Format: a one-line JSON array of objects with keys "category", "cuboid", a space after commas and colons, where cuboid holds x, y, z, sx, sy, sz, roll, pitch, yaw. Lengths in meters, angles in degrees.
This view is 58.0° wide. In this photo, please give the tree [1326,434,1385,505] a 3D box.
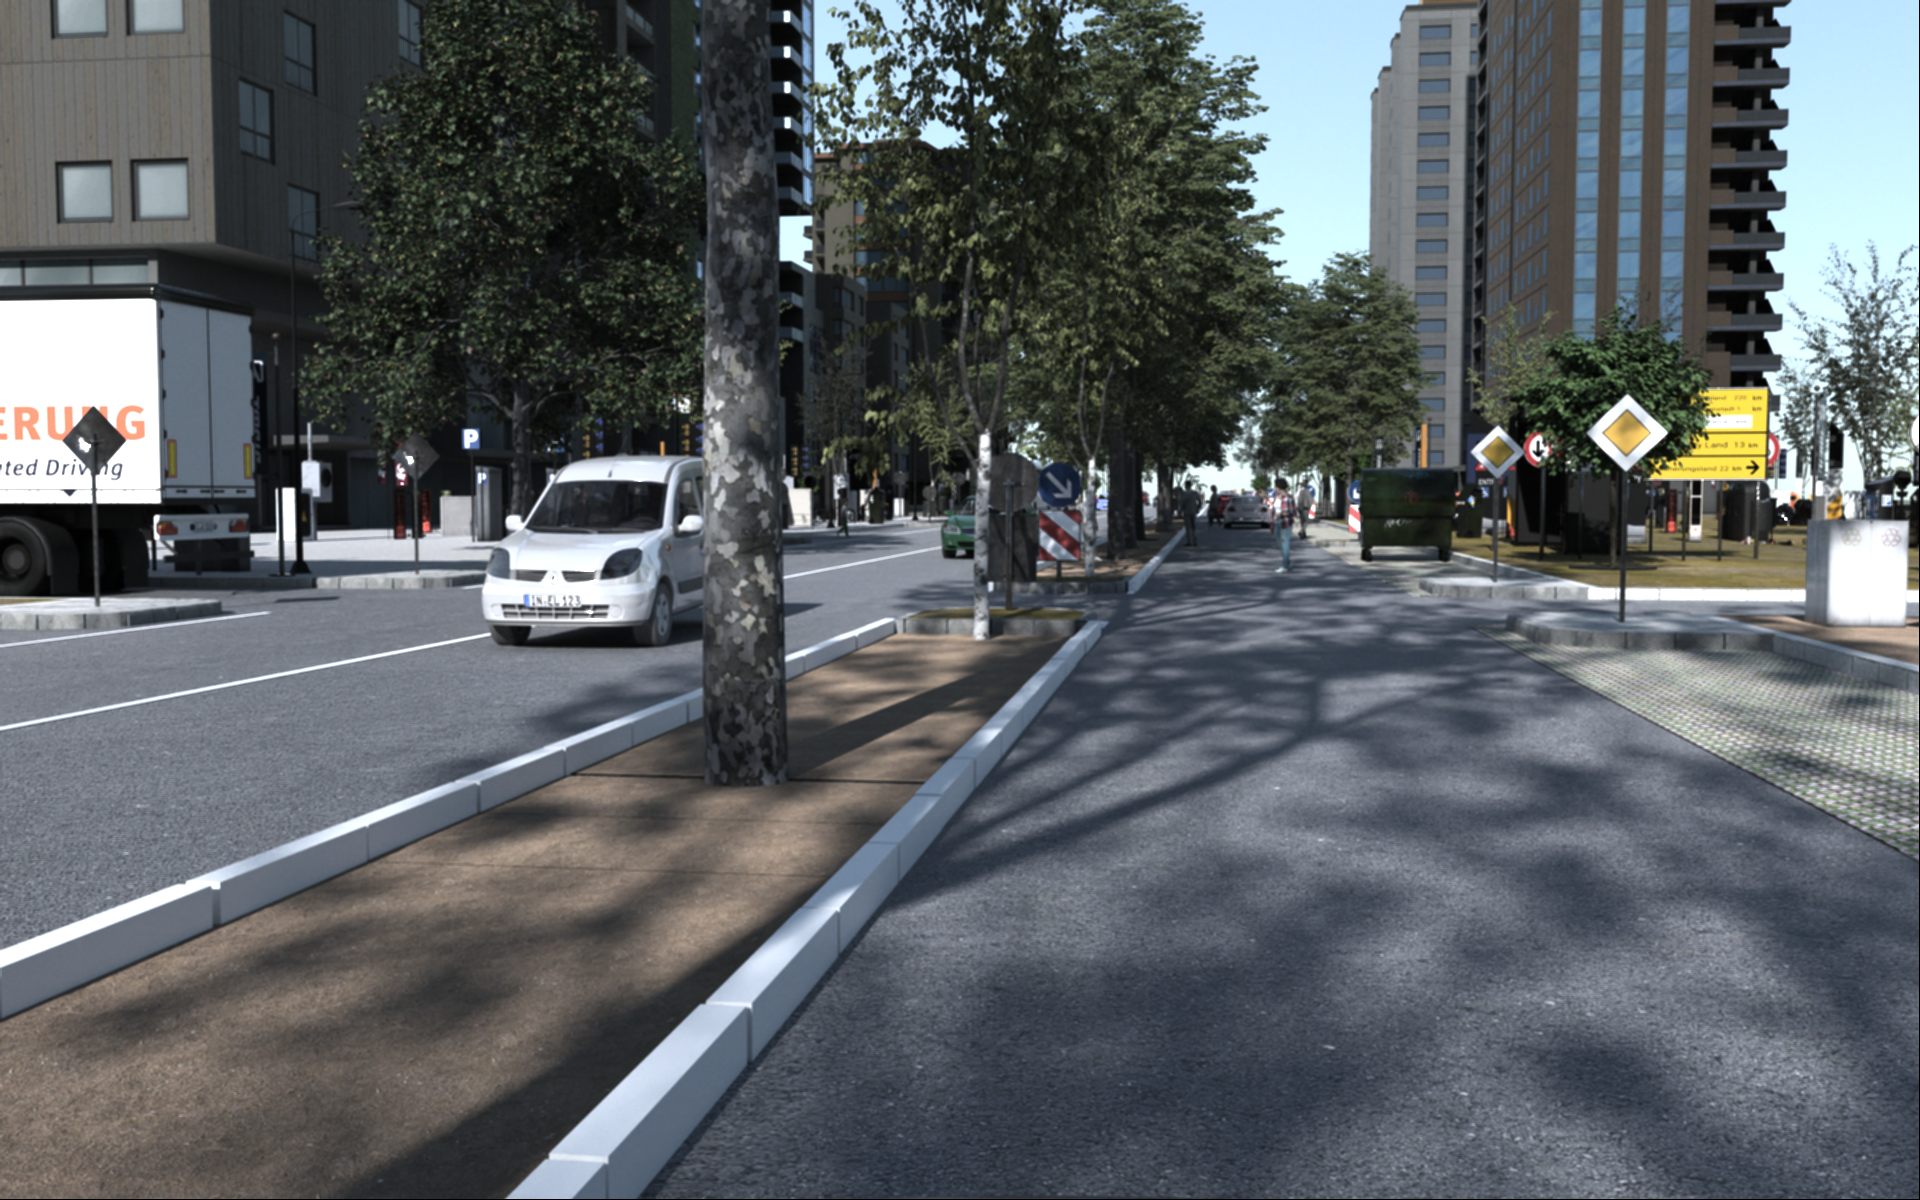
[{"category": "tree", "cuboid": [20.133, -6.360, 87.707, 4.285, 4.588, 4.351, 0, 3, 0]}]

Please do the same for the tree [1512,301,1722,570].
[{"category": "tree", "cuboid": [11.252, -2.818, 29.786, 4.285, 4.588, 4.351, 0, 3, 0]}]

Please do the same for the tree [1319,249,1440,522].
[{"category": "tree", "cuboid": [18.565, -9.945, 80.728, 7.486, 12.596, 7.792, 0, 3, 0]}]

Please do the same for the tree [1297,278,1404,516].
[{"category": "tree", "cuboid": [21.609, -11.923, 101.595, 9.857, 13.997, 8.962, 0, 3, 0]}]

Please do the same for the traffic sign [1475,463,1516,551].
[{"category": "traffic sign", "cuboid": [11.984, -2.374, 38.825, 0.884, 2.594, 0.081, 1, 4, 15]}]

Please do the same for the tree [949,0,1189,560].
[{"category": "tree", "cuboid": [3.439, -7.111, 36.857, 7.486, 12.596, 7.792, 0, 3, 0]}]

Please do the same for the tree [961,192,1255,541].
[{"category": "tree", "cuboid": [5.434, -7.640, 53.130, 9.928, 11.665, 9.643, 0, 3, 0]}]

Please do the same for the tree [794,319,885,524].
[{"category": "tree", "cuboid": [-5.168, -7.522, 73.341, 4.360, 8.622, 3.978, 0, 3, 0]}]

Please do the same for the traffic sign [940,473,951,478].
[{"category": "traffic sign", "cuboid": [-0.856, -6.228, 101.936, 0.768, 2.556, 0.104, 1, 4, 12]}]

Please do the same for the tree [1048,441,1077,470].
[{"category": "tree", "cuboid": [10.558, -13.918, 177.914, 4.360, 8.622, 3.978, 0, 3, 0]}]

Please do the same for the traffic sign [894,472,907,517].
[{"category": "traffic sign", "cuboid": [-3.402, -6.012, 98.408, 0.768, 2.556, 0.104, 1, 4, 13]}]

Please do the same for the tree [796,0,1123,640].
[{"category": "tree", "cuboid": [0.205, -3.922, 16.948, 4.737, 8.622, 4.395, 0, 3, 0]}]

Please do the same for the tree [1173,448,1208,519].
[{"category": "tree", "cuboid": [12.542, -8.926, 98.760, 4.360, 8.622, 3.978, 0, 3, 0]}]

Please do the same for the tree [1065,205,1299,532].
[{"category": "tree", "cuboid": [7.675, -9.499, 64.428, 9.857, 13.997, 8.962, 0, 3, 0]}]

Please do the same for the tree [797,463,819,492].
[{"category": "tree", "cuboid": [-8.288, -6.031, 93.203, 1.663, 3.219, 1.824, 0, 3, 0]}]

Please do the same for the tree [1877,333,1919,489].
[{"category": "tree", "cuboid": [42.290, -7.670, 75.762, 4.737, 8.622, 4.395, 0, 3, 0]}]

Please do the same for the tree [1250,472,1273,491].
[{"category": "tree", "cuboid": [42.879, -16.031, 245.816, 4.285, 4.588, 4.351, 0, 3, 0]}]

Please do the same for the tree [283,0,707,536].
[{"category": "tree", "cuboid": [-9.249, -7.317, 36.643, 9.611, 12.733, 9.660, 0, 3, 0]}]

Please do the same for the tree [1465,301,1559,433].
[{"category": "tree", "cuboid": [21.216, -7.029, 65.292, 4.737, 8.622, 4.395, 0, 3, 0]}]

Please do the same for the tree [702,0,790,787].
[{"category": "tree", "cuboid": [0.011, -9.092, 6.993, 12.611, 20.169, 13.585, 0, 3, 0]}]

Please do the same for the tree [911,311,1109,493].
[{"category": "tree", "cuboid": [1.570, -12.455, 114.004, 12.009, 13.543, 11.850, 0, 3, 0]}]

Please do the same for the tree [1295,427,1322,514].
[{"category": "tree", "cuboid": [23.248, -9.869, 111.717, 4.737, 8.622, 4.395, 0, 3, 0]}]

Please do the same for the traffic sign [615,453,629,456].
[{"category": "traffic sign", "cuboid": [-10.432, -3.265, 53.484, 0.768, 2.556, 0.104, 1, 4, 17]}]

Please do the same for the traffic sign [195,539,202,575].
[{"category": "traffic sign", "cuboid": [-12.039, -1.664, 27.318, 0.768, 2.556, 0.104, 1, 4, 10]}]

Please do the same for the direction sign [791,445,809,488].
[{"category": "direction sign", "cuboid": [-7.374, -5.375, 79.879, 0.876, 3.537, 0.379, 1, 4, 16]}]

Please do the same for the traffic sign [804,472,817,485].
[{"category": "traffic sign", "cuboid": [-6.807, -4.700, 78.979, 0.606, 2.300, 0.079, 1, 4, 9]}]

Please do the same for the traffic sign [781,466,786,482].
[{"category": "traffic sign", "cuboid": [-8.167, -4.747, 77.715, 0.768, 2.556, 0.104, 1, 4, 10]}]

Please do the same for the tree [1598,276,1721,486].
[{"category": "tree", "cuboid": [23.618, -6.673, 59.463, 4.360, 8.622, 3.978, 0, 3, 0]}]

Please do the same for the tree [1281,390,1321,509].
[{"category": "tree", "cuboid": [28.407, -12.857, 144.627, 7.601, 10.594, 8.767, 1, 4, 19]}]

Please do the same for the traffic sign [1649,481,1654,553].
[{"category": "traffic sign", "cuboid": [15.017, -2.299, 37.588, 0.884, 2.594, 0.081, 1, 4, 18]}]

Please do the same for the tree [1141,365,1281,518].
[{"category": "tree", "cuboid": [8.853, -8.342, 73.265, 8.767, 10.594, 7.601, 1, 4, 8]}]

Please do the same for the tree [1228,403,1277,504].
[{"category": "tree", "cuboid": [39.684, -19.203, 224.335, 12.009, 13.543, 11.850, 0, 3, 0]}]

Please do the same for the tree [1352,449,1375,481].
[{"category": "tree", "cuboid": [17.091, -4.822, 73.435, 1.663, 3.219, 1.824, 0, 3, 0]}]

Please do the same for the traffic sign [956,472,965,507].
[{"category": "traffic sign", "cuboid": [-0.064, -6.201, 101.498, 0.768, 2.556, 0.104, 1, 4, 14]}]

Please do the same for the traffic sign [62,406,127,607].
[{"category": "traffic sign", "cuboid": [-9.845, -0.983, 19.713, 0.795, 2.450, 0.064, 1, 4, 8]}]

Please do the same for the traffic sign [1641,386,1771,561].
[{"category": "traffic sign", "cuboid": [14.203, -2.397, 33.068, 2.265, 3.308, 0.079, 1, 4, 13]}]

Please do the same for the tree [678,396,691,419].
[{"category": "tree", "cuboid": [-7.381, -6.472, 56.186, 4.737, 8.622, 4.395, 0, 3, 0]}]

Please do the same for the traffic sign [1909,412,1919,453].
[{"category": "traffic sign", "cuboid": [14.014, -1.515, 24.882, 0.768, 2.556, 0.104, 1, 4, 14]}]

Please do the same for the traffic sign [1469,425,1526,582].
[{"category": "traffic sign", "cuboid": [7.790, -1.316, 25.154, 0.795, 2.450, 0.064, 1, 4, 8]}]

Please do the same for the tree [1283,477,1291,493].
[{"category": "tree", "cuboid": [35.711, -11.998, 190.773, 1.663, 3.219, 1.824, 0, 3, 0]}]

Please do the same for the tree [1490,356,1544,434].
[{"category": "tree", "cuboid": [29.891, -8.616, 91.240, 4.360, 8.622, 3.978, 0, 3, 0]}]

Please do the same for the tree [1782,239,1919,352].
[{"category": "tree", "cuboid": [25.739, -6.057, 49.400, 4.360, 8.622, 3.978, 0, 3, 0]}]

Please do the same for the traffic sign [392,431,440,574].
[{"category": "traffic sign", "cuboid": [-8.671, -1.466, 27.612, 0.795, 2.450, 0.064, 1, 4, 8]}]

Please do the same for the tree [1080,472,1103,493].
[{"category": "tree", "cuboid": [16.151, -14.228, 216.343, 4.285, 4.588, 4.351, 0, 3, 0]}]

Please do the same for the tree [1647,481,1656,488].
[{"category": "tree", "cuboid": [31.753, -8.041, 81.828, 4.737, 8.622, 4.395, 0, 3, 0]}]

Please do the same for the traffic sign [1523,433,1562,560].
[{"category": "traffic sign", "cuboid": [11.363, -2.059, 33.769, 0.768, 2.556, 0.104, 1, 4, 10]}]

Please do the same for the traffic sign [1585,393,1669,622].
[{"category": "traffic sign", "cuboid": [6.616, -0.833, 17.256, 0.795, 2.450, 0.064, 1, 4, 8]}]

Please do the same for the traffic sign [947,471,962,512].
[{"category": "traffic sign", "cuboid": [-0.315, -6.053, 98.968, 0.884, 2.594, 0.081, 1, 4, 11]}]

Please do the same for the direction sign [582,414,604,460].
[{"category": "direction sign", "cuboid": [-10.413, -3.499, 49.201, 0.876, 3.537, 0.379, 2, 4, 35]}]

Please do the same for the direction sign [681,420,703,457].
[{"category": "direction sign", "cuboid": [-8.209, -3.748, 53.279, 0.876, 3.537, 0.379, 2, 4, 30]}]

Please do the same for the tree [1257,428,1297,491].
[{"category": "tree", "cuboid": [31.382, -13.450, 170.266, 4.360, 8.622, 3.978, 0, 3, 0]}]

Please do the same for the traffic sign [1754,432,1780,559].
[{"category": "traffic sign", "cuboid": [15.805, -2.092, 34.313, 0.768, 2.556, 0.104, 1, 4, 12]}]

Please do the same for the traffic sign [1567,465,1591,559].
[{"category": "traffic sign", "cuboid": [12.182, -1.947, 33.970, 0.606, 2.300, 0.079, 1, 4, 13]}]
